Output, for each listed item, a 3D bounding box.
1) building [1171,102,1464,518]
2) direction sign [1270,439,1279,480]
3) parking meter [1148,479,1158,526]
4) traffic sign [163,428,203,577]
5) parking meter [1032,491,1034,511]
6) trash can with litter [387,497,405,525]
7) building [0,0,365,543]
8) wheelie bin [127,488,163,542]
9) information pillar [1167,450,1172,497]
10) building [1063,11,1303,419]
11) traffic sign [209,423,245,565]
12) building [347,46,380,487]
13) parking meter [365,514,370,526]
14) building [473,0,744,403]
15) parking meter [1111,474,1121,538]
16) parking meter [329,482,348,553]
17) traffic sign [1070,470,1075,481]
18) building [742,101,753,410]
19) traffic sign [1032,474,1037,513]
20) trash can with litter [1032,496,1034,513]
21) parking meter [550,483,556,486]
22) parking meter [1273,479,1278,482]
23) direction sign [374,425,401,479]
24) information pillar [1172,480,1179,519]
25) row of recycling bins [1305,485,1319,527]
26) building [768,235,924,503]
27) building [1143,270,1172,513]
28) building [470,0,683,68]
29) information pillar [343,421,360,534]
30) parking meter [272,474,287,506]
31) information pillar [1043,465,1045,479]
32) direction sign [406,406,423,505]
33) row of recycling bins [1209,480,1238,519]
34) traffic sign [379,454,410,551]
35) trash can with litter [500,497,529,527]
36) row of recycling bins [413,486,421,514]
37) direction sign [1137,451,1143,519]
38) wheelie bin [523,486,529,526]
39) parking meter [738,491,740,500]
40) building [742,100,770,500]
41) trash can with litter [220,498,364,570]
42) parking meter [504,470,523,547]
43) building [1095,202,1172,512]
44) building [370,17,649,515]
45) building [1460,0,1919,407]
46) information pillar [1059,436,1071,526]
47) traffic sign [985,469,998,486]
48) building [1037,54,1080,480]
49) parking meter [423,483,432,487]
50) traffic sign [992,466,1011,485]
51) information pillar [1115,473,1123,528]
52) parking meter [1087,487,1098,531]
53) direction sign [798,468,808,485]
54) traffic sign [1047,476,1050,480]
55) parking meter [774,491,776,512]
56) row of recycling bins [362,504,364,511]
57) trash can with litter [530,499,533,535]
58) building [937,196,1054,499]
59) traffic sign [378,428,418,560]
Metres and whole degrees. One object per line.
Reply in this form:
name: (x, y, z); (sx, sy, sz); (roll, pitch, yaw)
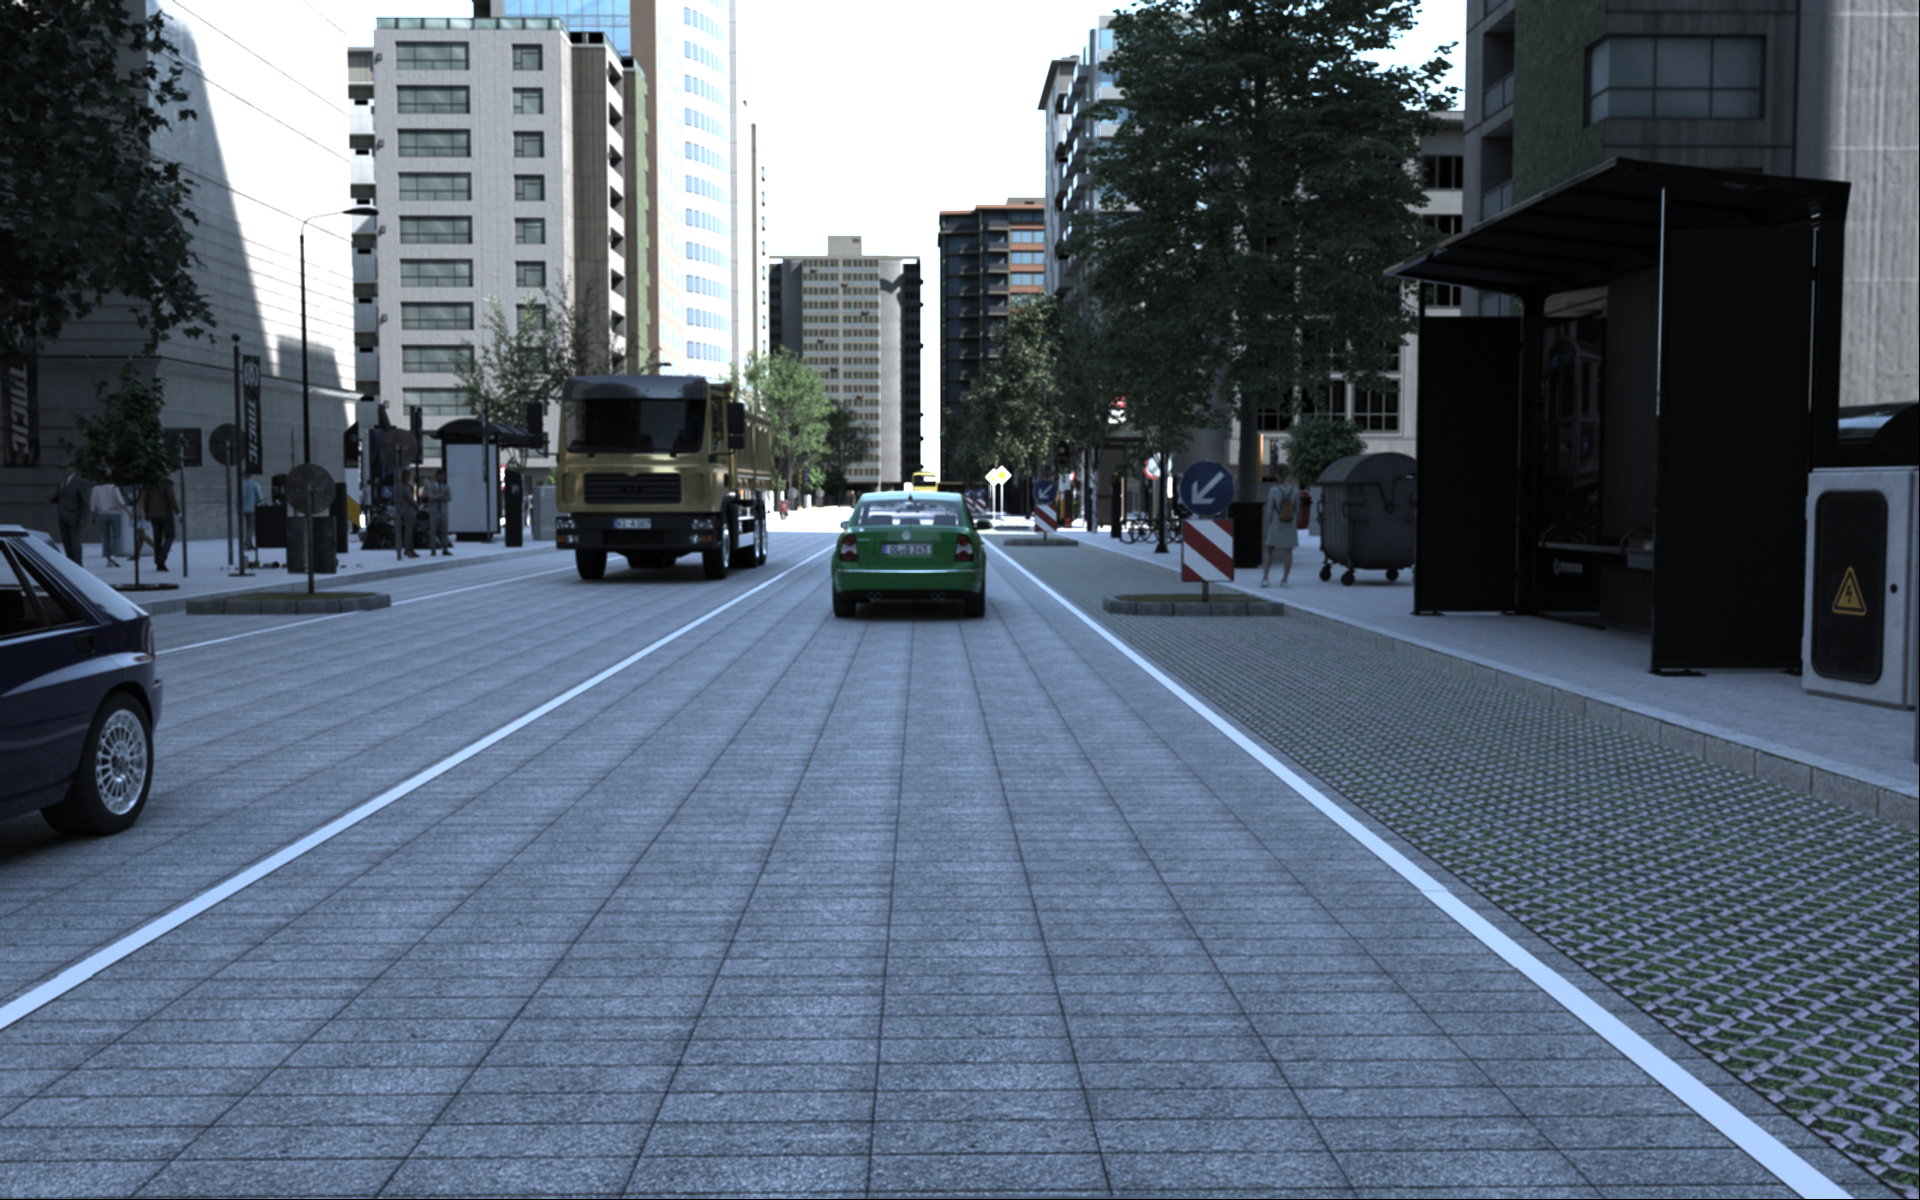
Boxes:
building: (27.476, -16.874, 94.951); (30.058, 24.678, 14.314); (0, 4, -1)
direction sign: (12.954, -4.859, 71.449); (0.379, 3.537, 0.876); (2, 4, 31)
parking meter: (7.452, -3.739, 66.850); (0.255, 1.863, 0.399); (-1, 4, -22)
traffic sign: (-11.987, -1.505, 26.740); (0.606, 2.300, 0.079); (0, 4, 1)
parking meter: (5.390, -7.363, 128.802); (0.372, 1.533, 0.369); (0, 3, 0)
trash can with litter: (-15.758, -2.209, 47.177); (1.678, 1.210, 2.233); (3, 4, 37)
building: (-42.466, -16.843, 51.796); (44.131, 29.872, 17.030); (0, 4, -1)
wheelie bin: (-20.270, -2.151, 43.081); (0.693, 1.594, 0.980); (-1, 4, -9)
information pillar: (10.562, -5.870, 87.323); (0.183, 3.616, 0.504); (2, 4, 26)
building: (22.309, -34.132, 177.666); (23.786, 49.044, 30.456); (0, 4, -1)
traffic sign: (-13.188, -1.905, 31.249); (0.768, 2.556, 0.104); (0, 4, 7)
building: (-59.109, -37.659, 204.959); (27.495, 52.752, 28.713); (0, 4, -1)
parking meter: (-24.103, -3.807, 70.647); (0.372, 1.533, 0.369); (0, 3, 0)
building: (-32.893, -38.198, 166.528); (21.231, 58.520, 28.212); (0, 4, -1)
parking meter: (4.566, -2.756, 50.774); (0.255, 1.863, 0.399); (0, 4, -2)
parking meter: (-13.536, -1.791, 37.702); (0.372, 1.533, 0.369); (0, 3, 0)
traffic sign: (5.266, -5.203, 85.168); (0.768, 2.556, 0.104); (0, 4, 1)
building: (-30.216, -32.939, 188.657); (14.600, 45.320, 14.200); (0, 4, -1)
traffic sign: (4.796, -6.762, 110.659); (0.768, 2.556, 0.104); (0, 4, -1)
trash can with litter: (4.710, -6.652, 119.823); (1.678, 1.210, 2.233); (1, 4, 19)
parking meter: (-21.052, -5.142, 89.790); (0.399, 1.863, 0.255); (-1, 4, -23)
parking meter: (11.283, -3.418, 61.592); (0.399, 1.863, 0.255); (1, 4, 11)
direction sign: (-18.922, -3.984, 57.140); (0.379, 3.537, 0.876); (2, 4, 33)
information pillar: (11.122, -5.201, 89.531); (0.304, 2.012, 0.304); (3, 5, 45)
row of recycling bins: (15.039, -3.739, 68.246); (3.534, 1.692, 1.069); (-2, 4, -32)
building: (-17.419, -34.891, 262.351); (23.993, 40.220, 32.217); (0, 4, -1)
building: (20.674, -15.223, 116.345); (16.820, 18.784, 16.811); (0, 4, -1)
building: (-29.282, -29.616, 134.338); (14.600, 45.320, 14.200); (0, 4, -1)
information pillar: (-19.390, -3.909, 55.262); (0.183, 3.616, 0.504); (3, 5, 43)
parking meter: (-19.497, -2.686, 49.633); (0.255, 1.863, 0.399); (1, 4, 16)
information pillar: (4.920, -6.927, 104.608); (0.183, 3.616, 0.504); (3, 5, 44)
direction sign: (-14.101, -3.242, 45.006); (0.379, 3.537, 0.876); (0, 4, 0)
row of recycling bins: (7.866, -2.708, 51.385); (1.069, 1.692, 3.534); (0, 4, -1)
traffic sign: (-12.687, -2.378, 38.982); (0.768, 2.556, 0.104); (0, 4, 1)
trash can with litter: (-17.432, -3.391, 66.496); (2.233, 1.210, 1.678); (-1, 4, -15)
row of recycling bins: (-28.600, -5.083, 90.225); (1.069, 1.692, 3.534); (1, 4, 18)
direction sign: (9.086, -5.833, 87.360); (0.379, 3.537, 0.876); (0, 4, -3)
wheelie bin: (-17.703, -3.759, 69.361); (0.980, 1.594, 0.693); (1, 4, 20)
parking meter: (-12.084, -5.445, 94.735); (0.255, 1.863, 0.399); (1, 4, 11)
building: (-34.657, -35.860, 210.004); (21.600, 48.544, 21.300); (0, 4, -1)
trash can with litter: (-11.579, -1.166, 30.125); (2.233, 1.210, 1.678); (-1, 4, -13)
parking meter: (-10.845, -2.226, 42.103); (0.399, 1.863, 0.255); (-3, 4, -38)
building: (20.073, -18.735, 139.602); (16.112, 22.955, 30.059); (0, 4, -1)
building: (-27.696, -20.637, 109.111); (14.160, 30.474, 14.107); (0, 4, -1)
building: (19.196, -21.761, 39.394); (14.154, 41.232, 14.086); (0, 4, -1)
information pillar: (4.218, -4.817, 70.119); (0.504, 3.616, 0.183); (1, 4, 22)
traffic sign: (1.569, -4.696, 78.976); (0.795, 2.593, 0.064); (0, 4, -1)
building: (24.324, -37.777, 206.895); (28.713, 52.752, 27.495); (0, 4, -1)
parking meter: (-24.063, -4.438, 78.277); (0.255, 1.863, 0.399); (1, 4, 11)
traffic sign: (1.732, -4.208, 70.993); (0.795, 2.593, 0.064); (0, 4, -1)
information pillar: (5.634, -3.486, 61.485); (0.304, 2.012, 0.304); (0, 4, 4)
parking meter: (4.557, -3.134, 59.654); (0.372, 1.533, 0.369); (0, 3, 0)
direction sign: (-13.436, -9.555, 148.220); (0.876, 3.537, 0.379); (0, 4, 1)
traffic sign: (5.387, -6.226, 101.797); (0.884, 2.594, 0.081); (0, 4, 7)
parking meter: (-13.054, -7.011, 123.046); (0.372, 1.533, 0.369); (0, 3, 0)
row of recycling bins: (-46.388, -7.534, 130.293); (3.534, 1.692, 1.069); (-1, 4, -23)
trash can with litter: (-12.987, -2.603, 53.947); (0.624, 1.170, 1.055); (-2, 4, -35)
building: (9.412, -36.873, 257.494); (28.867, 44.769, 22.147); (0, 4, -1)
traffic sign: (-10.875, -2.044, 33.519); (0.768, 2.556, 0.104); (0, 4, 3)
